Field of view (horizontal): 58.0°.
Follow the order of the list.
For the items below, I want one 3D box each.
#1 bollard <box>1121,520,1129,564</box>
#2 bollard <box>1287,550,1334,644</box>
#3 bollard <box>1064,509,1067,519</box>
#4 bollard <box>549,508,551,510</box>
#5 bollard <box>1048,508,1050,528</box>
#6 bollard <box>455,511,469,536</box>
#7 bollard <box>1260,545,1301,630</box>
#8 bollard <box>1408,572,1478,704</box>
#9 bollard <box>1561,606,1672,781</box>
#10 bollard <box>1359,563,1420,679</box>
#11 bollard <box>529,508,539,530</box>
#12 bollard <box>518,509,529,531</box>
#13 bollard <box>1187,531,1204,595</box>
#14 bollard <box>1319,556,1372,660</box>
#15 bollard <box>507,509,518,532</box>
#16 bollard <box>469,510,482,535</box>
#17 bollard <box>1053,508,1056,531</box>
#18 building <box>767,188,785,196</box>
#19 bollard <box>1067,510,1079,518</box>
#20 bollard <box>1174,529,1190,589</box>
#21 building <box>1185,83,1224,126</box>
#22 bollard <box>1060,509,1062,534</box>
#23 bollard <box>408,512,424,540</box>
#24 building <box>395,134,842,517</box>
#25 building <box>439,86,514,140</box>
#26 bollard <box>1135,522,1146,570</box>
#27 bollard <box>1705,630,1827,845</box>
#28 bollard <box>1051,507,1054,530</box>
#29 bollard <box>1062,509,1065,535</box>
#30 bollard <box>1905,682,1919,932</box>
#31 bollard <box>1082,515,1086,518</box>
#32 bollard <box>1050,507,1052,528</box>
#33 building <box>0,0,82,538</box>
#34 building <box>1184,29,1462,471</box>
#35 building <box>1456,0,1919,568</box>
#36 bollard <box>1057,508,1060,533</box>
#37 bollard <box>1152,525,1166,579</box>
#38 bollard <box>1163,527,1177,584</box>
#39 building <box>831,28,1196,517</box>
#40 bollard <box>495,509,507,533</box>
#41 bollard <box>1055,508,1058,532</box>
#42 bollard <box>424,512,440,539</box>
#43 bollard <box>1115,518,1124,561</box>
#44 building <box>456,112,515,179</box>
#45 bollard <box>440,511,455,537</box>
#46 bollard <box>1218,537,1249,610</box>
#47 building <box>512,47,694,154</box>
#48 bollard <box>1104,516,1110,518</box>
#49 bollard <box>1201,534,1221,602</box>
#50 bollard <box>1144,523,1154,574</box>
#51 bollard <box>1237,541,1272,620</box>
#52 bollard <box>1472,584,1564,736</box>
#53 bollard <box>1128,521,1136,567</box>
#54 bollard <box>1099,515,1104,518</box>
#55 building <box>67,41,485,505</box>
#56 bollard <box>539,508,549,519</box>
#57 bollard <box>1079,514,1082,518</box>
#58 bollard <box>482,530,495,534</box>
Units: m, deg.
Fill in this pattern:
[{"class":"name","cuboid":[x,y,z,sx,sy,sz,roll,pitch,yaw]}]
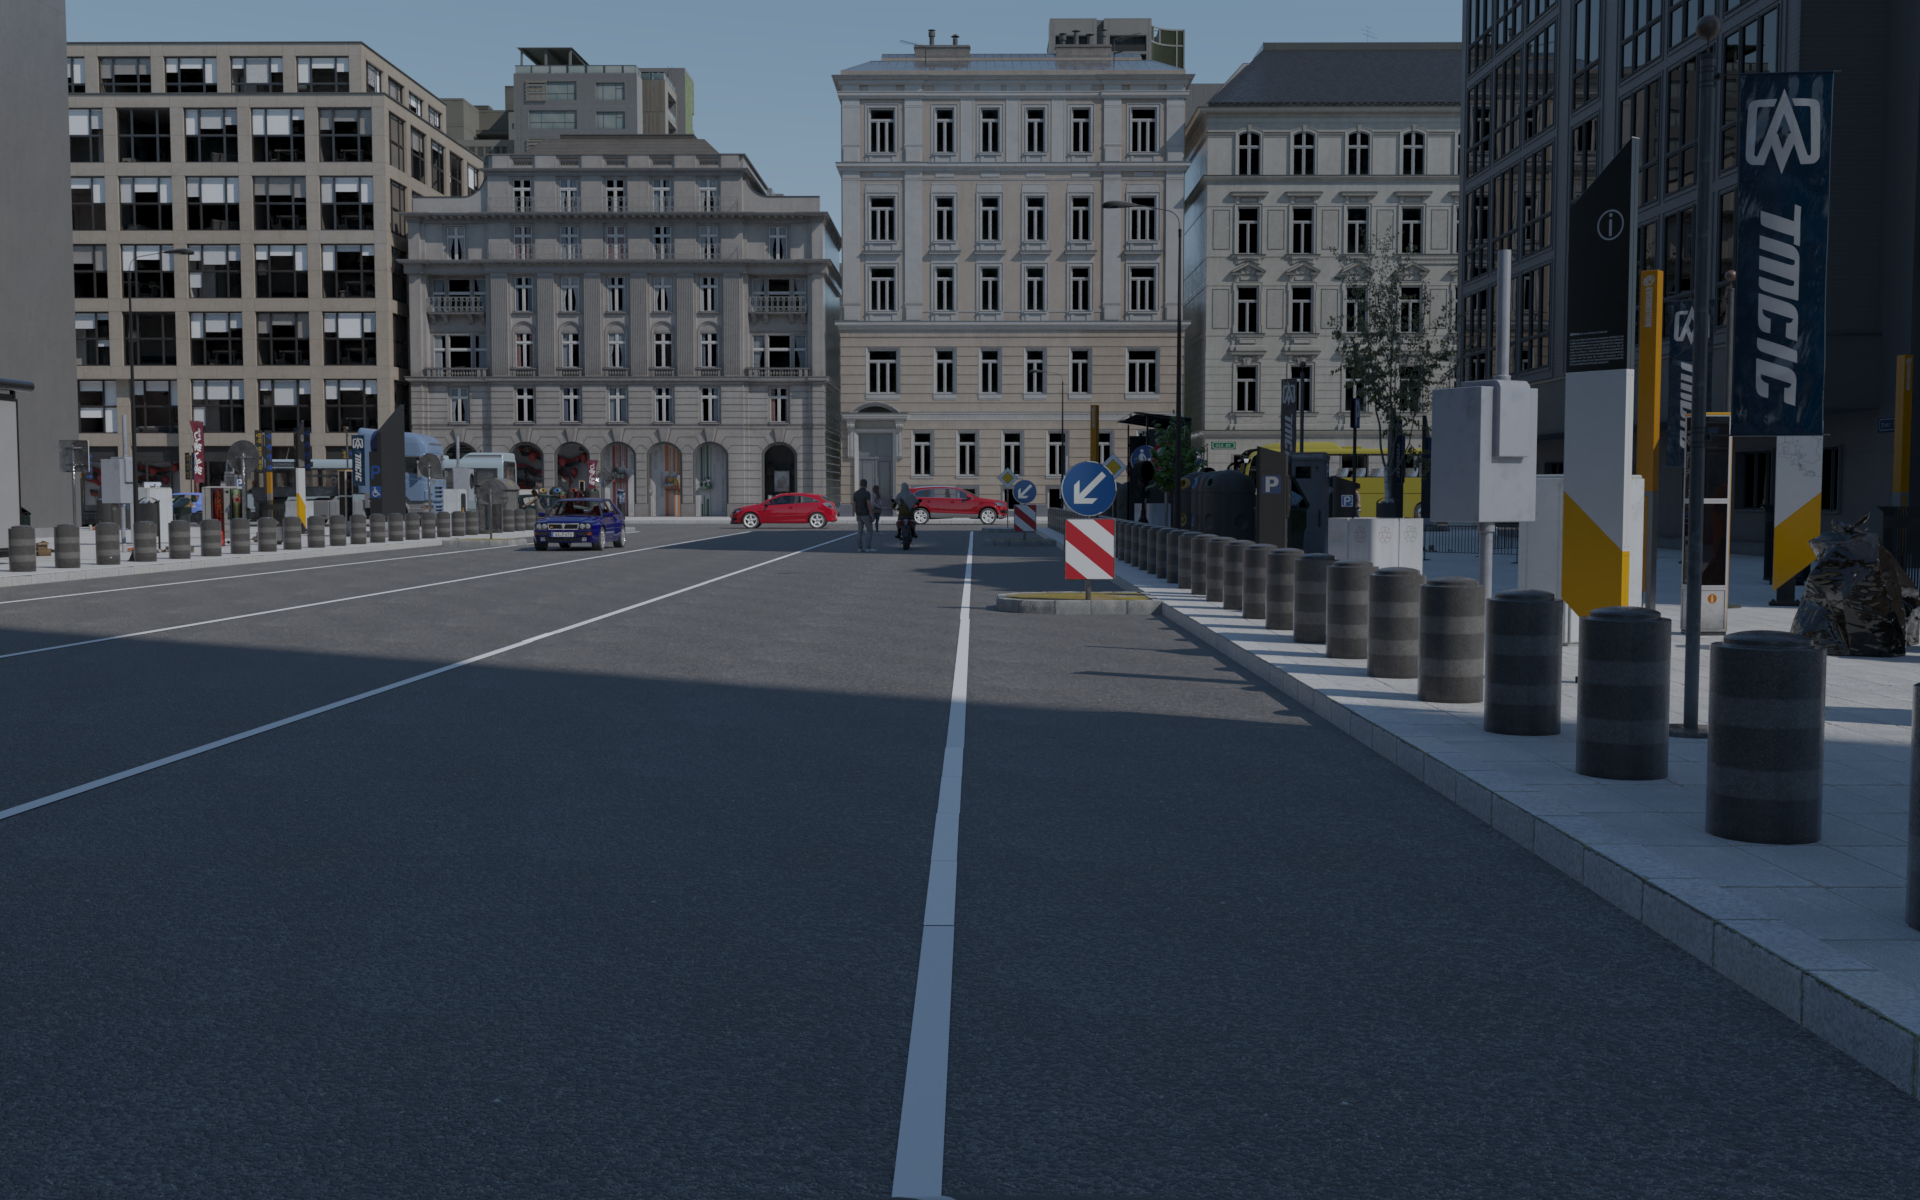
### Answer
[{"class":"bollard","cuboid":[3.243,-1.061,32.060,0.404,0.777,0.398,0,3,0]},{"class":"bollard","cuboid":[3.094,-0.018,15.013,0.404,0.777,0.398,0,3,0]},{"class":"bollard","cuboid":[3.412,-2.278,51.956,0.404,0.777,0.398,0,3,0]},{"class":"bollard","cuboid":[-15.196,-3.022,64.125,0.404,0.777,0.398,0,3,0]},{"class":"bollard","cuboid":[3.514,-2.972,63.304,0.404,0.777,0.398,0,3,0]},{"class":"bollard","cuboid":[-15.293,-2.326,52.749,0.404,0.777,0.398,0,3,0]},{"class":"bollard","cuboid":[3.107,-0.106,16.451,0.404,0.777,0.398,0,3,0]},{"class":"bollard","cuboid":[3.055,0.241,10.769,0.404,0.777,0.398,0,3,0]},{"class":"bollard","cuboid":[3.034,0.416,7.923,0.404,0.777,0.398,0,3,0]},{"class":"bollard","cuboid":[3.073,0.155,12.184,0.404,0.777,0.398,0,3,0]},{"class":"bollard","cuboid":[-15.220,-2.847,61.268,0.404,0.777,0.398,0,3,0]},{"class":"bollard","cuboid":[-15.234,-2.761,59.853,0.404,0.777,0.398,0,3,0]},{"class":"bollard","cuboid":[3.153,-0.452,22.112,0.404,0.777,0.398,0,3,0]},{"class":"bollard","cuboid":[3.080,0.068,13.599,0.404,0.777,0.398,0,3,0]},{"class":"bollard","cuboid":[-15.244,-2.673,58.421,0.404,0.777,0.398,0,3,0]},{"class":"bollard","cuboid":[-15.284,-2.413,54.164,0.404,0.777,0.398,0,3,0]},{"class":"bollard","cuboid":[3.478,-2.711,59.048,0.404,0.777,0.398,0,3,0]},{"class":"building","cuboid":[-40.617,-39.582,266.766,30.456,49.044,23.786,0,4,0]},{"class":"bollard","cuboid":[3.402,-2.191,50.536,0.404,0.777,0.398,0,3,0]},{"class":"bollard","cuboid":[3.168,-0.539,23.527,0.404,0.777,0.398,0,3,0]},{"class":"building","cuboid":[22.922,-30.122,176.086,14.154,41.232,14.086,0,4,0]},{"class":"bollard","cuboid":[3.442,-2.451,54.793,0.404,0.777,0.398,0,3,0]},{"class":"bollard","cuboid":[-15.332,-2.065,48.486,0.404,0.777,0.398,0,3,0]},{"class":"building","cuboid":[-19.096,-15.932,102.287,24.055,21.916,13.314,0,4,0]},{"class":"building","cuboid":[-50.345,-35.439,203.123,21.600,48.544,21.300,0,4,0]},{"class":"bollard","cuboid":[3.217,-0.888,29.231,0.404,0.777,0.398,0,3,0]},{"class":"bollard","cuboid":[3.024,0.502,6.505,0.404,0.777,0.398,0,3,0]},{"class":"bollard","cuboid":[3.491,-2.798,60.468,0.404,0.777,0.398,0,3,0]},{"class":"bollard","cuboid":[3.428,-2.365,53.379,0.404,0.777,0.398,0,3,0]},{"class":"bollard","cuboid":[3.008,0.590,5.072,0.404,0.777,0.398,0,3,0]},{"class":"bollard","cuboid":[3.341,-1.754,43.397,0.404,0.777,0.398,0,3,0]},{"class":"bollard","cuboid":[3.503,-2.885,61.889,0.404,0.777,0.398,0,3,0]},{"class":"building","cuboid":[-41.835,-13.937,46.932,30.058,24.678,14.314,0,4,0]},{"class":"building","cuboid":[35.150,-20.009,103.562,44.131,29.872,17.030,0,4,0]},{"class":"building","cuboid":[21.846,-15.126,40.825,14.314,27.812,24.014,0,4,0]},{"class":"bollard","cuboid":[3.455,-2.538,56.208,0.404,0.777,0.398,0,3,0]},{"class":"bollard","cuboid":[3.193,-0.714,26.385,0.404,0.777,0.398,0,3,0]},{"class":"bollard","cuboid":[3.182,-0.626,24.959,0.404,0.777,0.398,0,3,0]},{"class":"building","cuboid":[2.998,-19.387,102.889,20.117,28.700,13.634,0,4,0]},{"class":"bollard","cuboid":[-15.254,-2.586,57.000,0.404,0.777,0.398,0,3,0]},{"class":"bollard","cuboid":[3.465,-2.625,57.633,0.404,0.777,0.398,0,3,0]},{"class":"bollard","cuboid":[-15.319,-2.152,49.907,0.404,0.777,0.398,0,3,0]},{"class":"bollard","cuboid":[3.254,-1.147,33.474,0.404,0.777,0.398,0,3,0]},{"class":"building","cuboid":[-41.784,-29.894,180.653,32.217,40.220,23.993,0,4,0]},{"class":"bollard","cuboid":[-15.305,-2.239,51.329,0.404,0.777,0.398,0,3,0]},{"class":"bollard","cuboid":[3.132,-0.279,19.283,0.404,0.777,0.398,0,3,0]},{"class":"building","cuboid":[-32.732,-29.228,161.464,14.154,41.232,14.086,0,4,0]},{"class":"bollard","cuboid":[3.280,-1.320,36.303,0.404,0.777,0.398,0,3,0]},{"class":"bollard","cuboid":[3.144,-0.366,20.697,0.404,0.777,0.398,0,3,0]},{"class":"bollard","cuboid":[3.208,-0.800,27.802,0.404,0.777,0.398,0,3,0]},{"class":"bollard","cuboid":[3.117,-0.193,17.868,0.404,0.777,0.398,0,3,0]},{"class":"bollard","cuboid":[3.042,0.328,9.350,0.404,0.777,0.398,0,3,0]},{"class":"bollard","cuboid":[3.229,-0.974,30.645,0.404,0.777,0.398,0,3,0]},{"class":"bollard","cuboid":[3.287,-1.407,37.721,0.404,0.777,0.398,0,3,0]},{"class":"building","cuboid":[-48.458,-18.389,105.169,34.151,26.468,19.350,0,4,0]},{"class":"bollard","cuboid":[-15.209,-2.935,62.698,0.404,0.777,0.398,0,3,0]},{"class":"bollard","cuboid":[3.355,-1.841,44.820,0.404,0.777,0.398,0,3,0]},{"class":"bollard","cuboid":[-15.271,-2.499,55.578,0.404,0.777,0.398,0,3,0]}]
